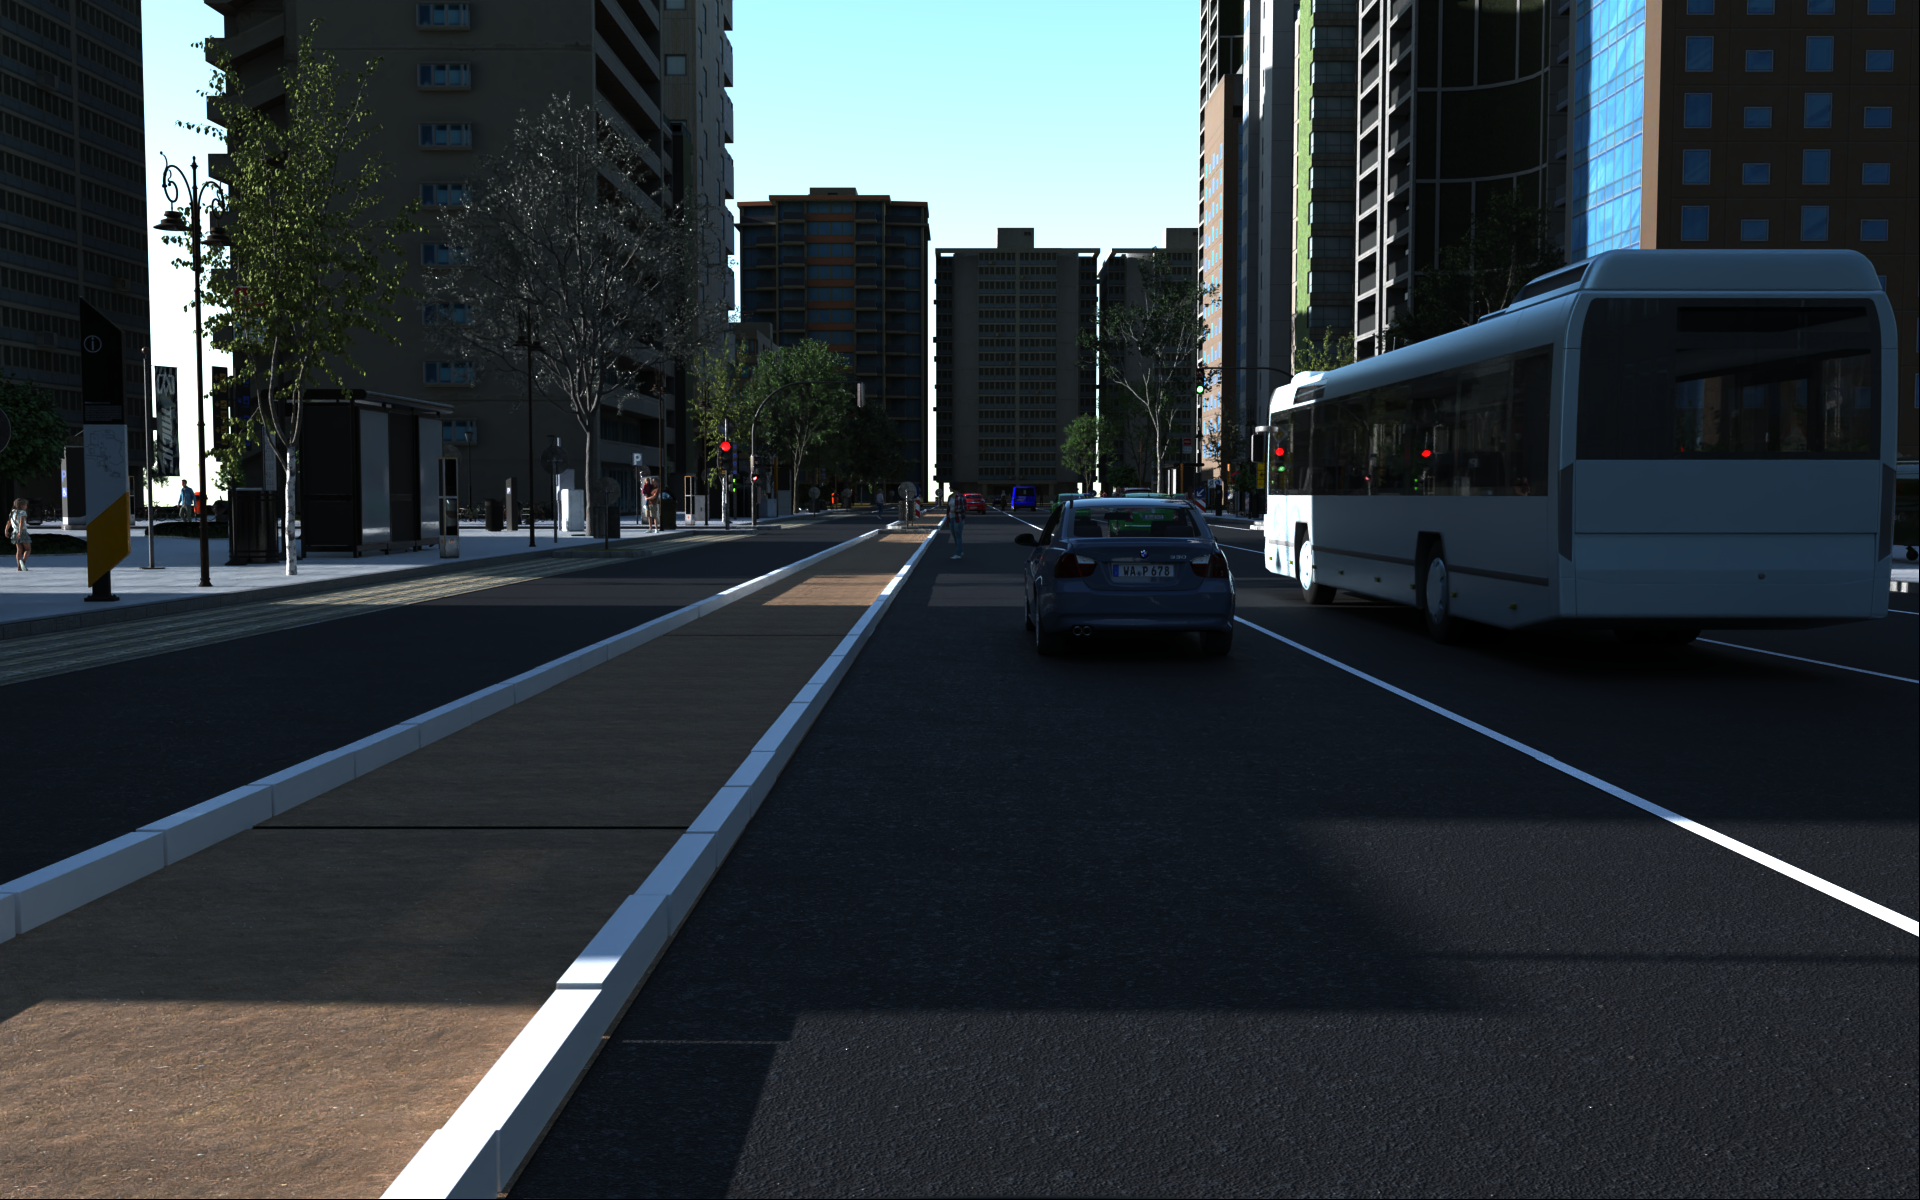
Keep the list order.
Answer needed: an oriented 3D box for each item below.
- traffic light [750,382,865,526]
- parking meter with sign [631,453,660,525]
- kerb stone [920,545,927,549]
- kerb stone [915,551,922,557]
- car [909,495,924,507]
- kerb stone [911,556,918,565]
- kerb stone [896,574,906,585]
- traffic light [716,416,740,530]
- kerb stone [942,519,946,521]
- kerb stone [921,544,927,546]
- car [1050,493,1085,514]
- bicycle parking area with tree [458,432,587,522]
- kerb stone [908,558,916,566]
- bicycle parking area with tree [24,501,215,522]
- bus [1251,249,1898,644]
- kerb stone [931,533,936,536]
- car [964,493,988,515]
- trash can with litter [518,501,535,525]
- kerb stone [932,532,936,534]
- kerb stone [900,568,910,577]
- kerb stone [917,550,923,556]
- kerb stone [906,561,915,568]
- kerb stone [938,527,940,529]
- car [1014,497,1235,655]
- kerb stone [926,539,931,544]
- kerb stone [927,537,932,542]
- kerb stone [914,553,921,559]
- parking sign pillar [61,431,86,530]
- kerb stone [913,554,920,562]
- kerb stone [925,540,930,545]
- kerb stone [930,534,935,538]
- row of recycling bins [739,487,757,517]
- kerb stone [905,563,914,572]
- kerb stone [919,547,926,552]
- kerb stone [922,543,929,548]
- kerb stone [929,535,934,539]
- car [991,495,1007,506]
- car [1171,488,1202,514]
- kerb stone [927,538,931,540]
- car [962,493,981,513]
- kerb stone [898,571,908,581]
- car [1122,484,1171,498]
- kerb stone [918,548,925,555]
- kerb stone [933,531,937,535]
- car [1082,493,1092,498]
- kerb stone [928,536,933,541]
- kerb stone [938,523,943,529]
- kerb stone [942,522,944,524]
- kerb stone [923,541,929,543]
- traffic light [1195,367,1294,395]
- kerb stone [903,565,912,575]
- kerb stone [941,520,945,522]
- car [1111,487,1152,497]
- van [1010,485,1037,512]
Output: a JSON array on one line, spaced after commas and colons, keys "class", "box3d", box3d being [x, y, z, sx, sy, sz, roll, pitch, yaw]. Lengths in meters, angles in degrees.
[{"class": "traffic light", "box3d": [-6.220, -5.836, 70.078, 4.771, 5.953, 1.251, 0, 3, 0]}, {"class": "parking meter with sign", "box3d": [-13.018, -4.679, 72.770, 1.738, 3.016, 0.543, 3, 4, 38]}, {"class": "kerb stone", "box3d": [-0.915, -1.146, 40.948, 0.120, 0.150, 1.000, 0, 3, 0]}, {"class": "kerb stone", "box3d": [-0.933, -0.896, 36.847, 0.120, 0.150, 1.000, 0, 3, 0]}, {"class": "car", "box3d": [-5.121, -11.456, 197.522, 2.015, 1.641, 3.980, 0, 4, 1]}, {"class": "kerb stone", "box3d": [-0.938, -0.708, 33.767, 0.120, 0.150, 1.000, 0, 3, 0]}, {"class": "kerb stone", "box3d": [-0.951, -0.260, 26.578, 0.120, 0.150, 1.000, 0, 3, 0]}, {"class": "traffic light", "box3d": [-8.328, -4.473, 62.062, 0.839, 4.253, 0.868, 0, 3, 0]}, {"class": "kerb stone", "box3d": [-0.852, -3.560, 80.438, 0.120, 0.150, 1.000, 0, 3, 0]}, {"class": "kerb stone", "box3d": [-0.922, -1.206, 41.970, 0.120, 0.150, 1.000, 0, 3, 0]}, {"class": "car", "box3d": [5.447, -4.700, 85.638, 1.959, 1.807, 4.718, 0, 4, -1]}, {"class": "bicycle parking area with tree", "box3d": [-21.416, -5.838, 82.448, 8.231, 4.147, 9.016, -3, 5, -44]}, {"class": "kerb stone", "box3d": [-0.945, -0.644, 32.732, 0.120, 0.150, 1.000, 0, 3, 0]}, {"class": "bicycle parking area with tree", "box3d": [-40.886, -5.895, 83.387, 9.016, 4.147, 8.231, -2, 4, -26]}, {"class": "bus", "box3d": [5.744, -1.517, 19.659, 2.948, 3.499, 13.247, 0, 4, 0]}, {"class": "kerb stone", "box3d": [-0.898, -1.895, 53.238, 0.120, 0.150, 1.000, 0, 3, 0]}, {"class": "car", "box3d": [0.890, -6.873, 121.419, 2.155, 1.783, 4.494, 0, 4, 0]}, {"class": "trash can with litter", "box3d": [-18.529, -3.780, 73.194, 1.055, 1.170, 0.624, -2, 4, -24]}, {"class": "kerb stone", "box3d": [-0.901, -1.961, 54.260, 0.120, 0.150, 1.000, 0, 3, 0]}, {"class": "kerb stone", "box3d": [-0.943, -0.390, 28.633, 0.120, 0.150, 1.000, 0, 3, 0]}, {"class": "kerb stone", "box3d": [-0.930, -0.955, 37.871, 0.120, 0.150, 1.000, 0, 3, 0]}, {"class": "kerb stone", "box3d": [-0.939, -0.582, 31.707, 0.120, 0.150, 1.000, 0, 3, 0]}, {"class": "kerb stone", "box3d": [-0.881, -2.457, 62.448, 0.120, 0.150, 1.000, 0, 3, 0]}, {"class": "car", "box3d": [1.547, -0.288, 16.718, 2.014, 1.417, 4.499, 0, 3, 0]}, {"class": "kerb stone", "box3d": [-0.918, -1.460, 46.064, 0.120, 0.150, 1.000, 0, 3, 0]}, {"class": "kerb stone", "box3d": [-0.907, -1.585, 48.112, 0.120, 0.150, 1.000, 0, 3, 0]}, {"class": "kerb stone", "box3d": [-0.932, -0.834, 35.825, 0.120, 0.150, 1.000, 0, 3, 0]}, {"class": "parking sign pillar", "box3d": [-31.380, -4.493, 61.925, 1.447, 3.967, 1.447, 3, 4, 38]}, {"class": "kerb stone", "box3d": [-0.929, -0.771, 34.801, 0.120, 0.150, 1.000, 0, 3, 0]}, {"class": "kerb stone", "box3d": [-0.918, -1.397, 45.039, 0.120, 0.150, 1.000, 0, 3, 0]}, {"class": "kerb stone", "box3d": [-0.903, -1.836, 52.212, 0.120, 0.150, 1.000, 0, 3, 0]}, {"class": "row of recycling bins", "box3d": [-12.396, -5.488, 96.834, 1.069, 1.692, 3.534, -2, 4, -34]}, {"class": "kerb stone", "box3d": [-0.940, -0.519, 30.679, 0.120, 0.150, 1.000, 0, 3, 0]}, {"class": "kerb stone", "box3d": [-0.922, -1.076, 39.927, 0.120, 0.150, 1.000, 0, 3, 0]}, {"class": "kerb stone", "box3d": [-0.913, -1.272, 42.992, 0.120, 0.150, 1.000, 0, 3, 0]}, {"class": "kerb stone", "box3d": [-0.902, -1.710, 50.161, 0.120, 0.150, 1.000, 0, 3, 0]}, {"class": "car", "box3d": [4.811, -12.123, 210.787, 1.945, 1.354, 3.894, 0, 4, 0]}, {"class": "car", "box3d": [12.770, -5.535, 99.287, 1.959, 1.807, 4.718, 0, 4, 1]}, {"class": "kerb stone", "box3d": [-0.915, -1.521, 47.089, 0.120, 0.150, 1.000, 0, 3, 0]}, {"class": "car", "box3d": [0.709, -7.592, 133.163, 2.155, 1.783, 4.494, 0, 3, 0]}, {"class": "kerb stone", "box3d": [-0.947, -0.330, 27.604, 0.120, 0.150, 1.000, 0, 3, 0]}, {"class": "car", "box3d": [5.215, -2.461, 49.041, 1.959, 1.807, 4.718, 0, 4, 0]}, {"class": "kerb stone", "box3d": [-0.925, -1.020, 38.905, 0.120, 0.150, 1.000, 0, 3, 0]}, {"class": "kerb stone", "box3d": [-0.891, -2.024, 55.282, 0.120, 0.150, 1.000, 0, 3, 0]}, {"class": "car", "box3d": [12.939, -10.407, 179.748, 1.945, 1.707, 3.694, 0, 4, 1]}, {"class": "kerb stone", "box3d": [-0.903, -1.647, 49.139, 0.120, 0.150, 1.000, 0, 3, 0]}, {"class": "kerb stone", "box3d": [-0.862, -2.998, 71.215, 0.120, 0.150, 1.000, 0, 3, 0]}, {"class": "kerb stone", "box3d": [-0.862, -3.123, 73.262, 0.120, 0.150, 1.000, 0, 3, 0]}, {"class": "kerb stone", "box3d": [-0.922, -1.335, 44.016, 0.120, 0.150, 1.000, 0, 3, 0]}, {"class": "traffic light", "box3d": [10.742, -5.335, 61.900, 4.771, 5.953, 1.251, 0, 3, 0]}, {"class": "kerb stone", "box3d": [-0.945, -0.452, 29.655, 0.120, 0.150, 1.000, 0, 3, 0]}, {"class": "kerb stone", "box3d": [-0.852, -3.374, 77.360, 0.120, 0.150, 1.000, 0, 3, 0]}, {"class": "car", "box3d": [9.386, -5.190, 93.536, 2.281, 1.827, 5.304, 0, 4, -2]}, {"class": "van", "box3d": [5.274, -8.498, 143.326, 2.240, 2.365, 5.245, 0, 3, 0]}]
